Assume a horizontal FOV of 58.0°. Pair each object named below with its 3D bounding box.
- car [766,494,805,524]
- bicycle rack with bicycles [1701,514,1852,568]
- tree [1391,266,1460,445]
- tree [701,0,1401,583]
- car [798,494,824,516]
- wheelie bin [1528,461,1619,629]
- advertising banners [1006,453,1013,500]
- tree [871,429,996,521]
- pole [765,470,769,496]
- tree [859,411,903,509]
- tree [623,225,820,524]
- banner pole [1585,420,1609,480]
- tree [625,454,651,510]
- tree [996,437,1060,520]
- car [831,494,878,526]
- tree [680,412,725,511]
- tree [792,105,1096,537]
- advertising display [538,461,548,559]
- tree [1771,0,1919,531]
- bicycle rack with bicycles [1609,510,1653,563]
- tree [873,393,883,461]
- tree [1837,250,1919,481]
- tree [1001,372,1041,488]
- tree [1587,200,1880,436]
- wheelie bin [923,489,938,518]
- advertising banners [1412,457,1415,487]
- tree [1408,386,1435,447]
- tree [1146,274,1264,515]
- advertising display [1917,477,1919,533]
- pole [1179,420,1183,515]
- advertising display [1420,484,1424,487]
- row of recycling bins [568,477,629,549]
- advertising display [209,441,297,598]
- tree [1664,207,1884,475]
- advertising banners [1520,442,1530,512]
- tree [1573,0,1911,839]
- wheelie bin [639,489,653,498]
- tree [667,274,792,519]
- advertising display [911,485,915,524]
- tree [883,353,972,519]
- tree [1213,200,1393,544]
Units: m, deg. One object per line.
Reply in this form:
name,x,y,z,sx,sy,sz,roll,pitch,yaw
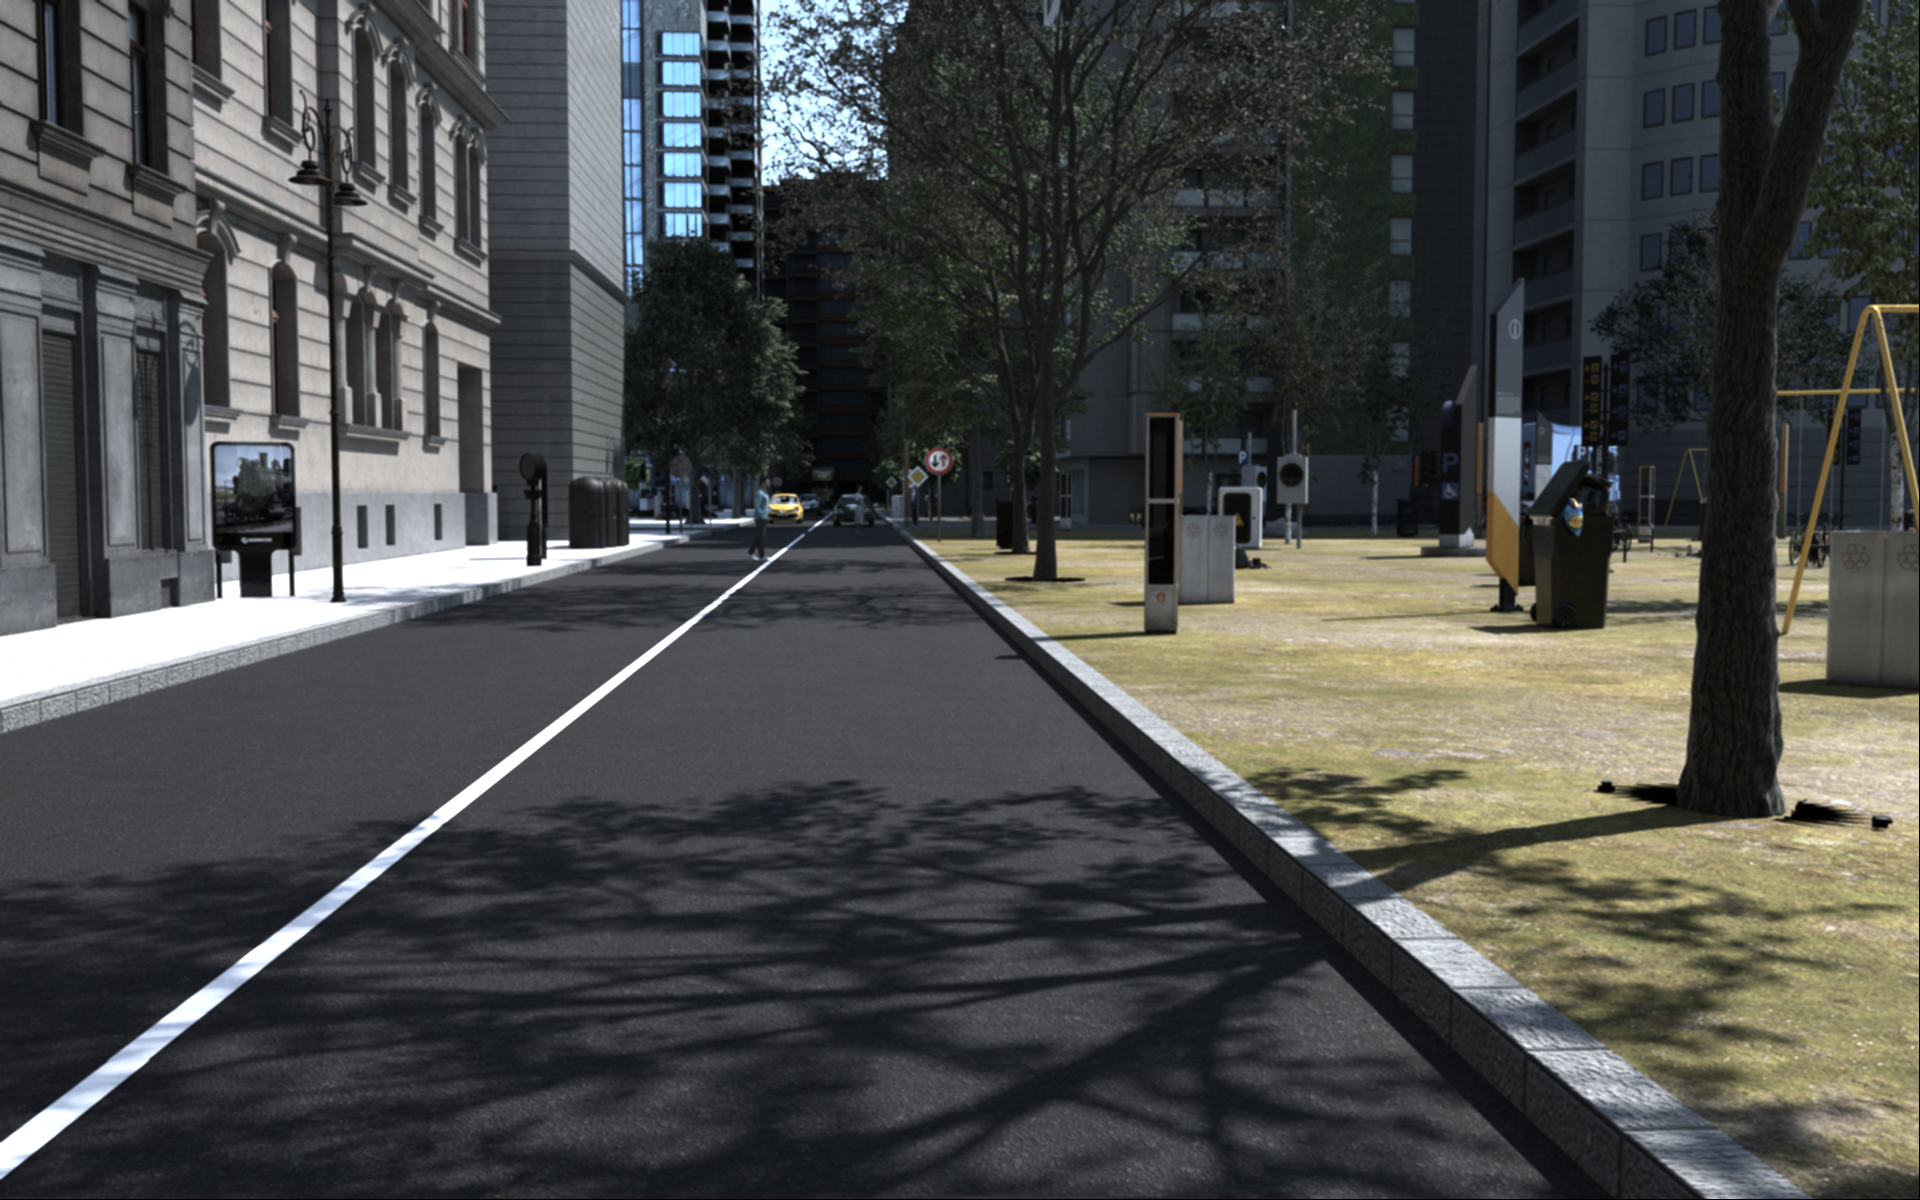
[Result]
car,-8.538,-4.532,84.325,2.015,1.641,3.980,0,4,-3
bicycle rack with bicycles,14.955,-1.112,31.559,2.852,0.926,2.925,3,5,44
tree,13.406,-6.398,54.963,4.360,8.622,3.978,0,3,0
tree,1.376,-7.027,25.257,12.009,13.543,11.850,0,3,0
car,-10.082,-6.332,115.326,2.131,1.459,4.920,0,4,-2
wheelie bin,5.926,-0.541,16.760,0.693,1.594,0.980,0,4,-2
advertising banners,2.312,-4.785,74.419,0.090,3.025,2.074,1,4,20
tree,-1.328,-6.029,82.293,4.285,4.588,4.351,0,3,0
pole,-12.680,-7.336,113.783,0.158,3.312,0.155,0,3,0
tree,-6.569,-12.333,152.008,4.360,8.622,3.978,0,3,0
tree,-11.506,-9.602,74.005,9.611,12.733,9.660,0,3,0
banner pole,18.884,-3.764,51.563,0.863,3.779,0.401,2,4,32
tree,-26.313,-9.570,140.181,4.285,4.588,4.351,0,3,0
tree,3.206,-6.279,86.367,4.285,4.588,4.351,0,3,0
car,-4.764,-4.059,78.160,2.131,1.459,4.920,0,4,-2
tree,-17.131,-10.190,116.973,4.737,8.622,4.395,0,3,0
tree,0.103,-8.149,51.358,7.486,12.596,7.792,0,3,0
advertising display,-8.350,-1.801,34.664,0.123,1.923,0.974,-1,4,-17
tree,11.591,-4.320,20.997,4.737,8.622,4.395,0,3,0
bicycle rack with bicycles,11.067,-1.142,32.060,2.852,0.926,2.925,2,4,31
tree,-2.504,-8.928,96.341,4.737,8.622,4.395,0,3,0
tree,24.452,-5.596,41.860,4.360,8.622,3.978,0,3,0
tree,4.640,-9.003,97.559,4.360,8.622,3.978,0,3,0
tree,24.428,-7.333,54.308,8.767,10.594,7.601,0,3,0
wheelie bin,-1.587,-5.268,94.040,0.693,1.594,0.980,1,4,16
advertising banners,21.768,-5.187,80.998,2.074,3.025,0.090,1,4,15
tree,20.764,-8.238,85.049,4.737,8.622,4.395,0,3,0
tree,8.376,-6.607,58.389,4.737,8.622,4.395,0,3,0
advertising display,26.974,-2.623,48.094,0.974,1.923,0.123,-1,4,-15
pole,6.070,-3.314,48.021,0.158,3.312,0.155,0,3,0
advertising display,30.921,-6.777,116.016,0.123,1.923,0.974,0,4,8
row of recycling bins,-8.726,-2.144,42.163,1.069,1.692,3.534,0,4,1
advertising display,-8.765,-0.996,21.504,0.974,1.923,0.123,-2,4,-32
tree,18.868,-5.595,41.841,4.360,8.622,3.978,0,3,0
advertising banners,18.911,-3.825,58.729,0.090,3.025,2.074,0,4,-3
tree,3.319,-4.950,6.684,9.928,11.665,9.643,0,3,0
wheelie bin,-21.038,-6.604,115.887,0.980,1.594,0.693,1,4,9
tree,-11.697,-10.490,89.633,7.486,12.596,7.792,0,3,0
advertising display,-1.930,-4.189,73.711,0.123,1.923,0.974,-1,4,-13
tree,-1.280,-8.423,88.080,4.737,8.622,4.395,0,3,0
tree,8.678,-5.744,44.271,4.360,8.622,3.978,0,3,0
